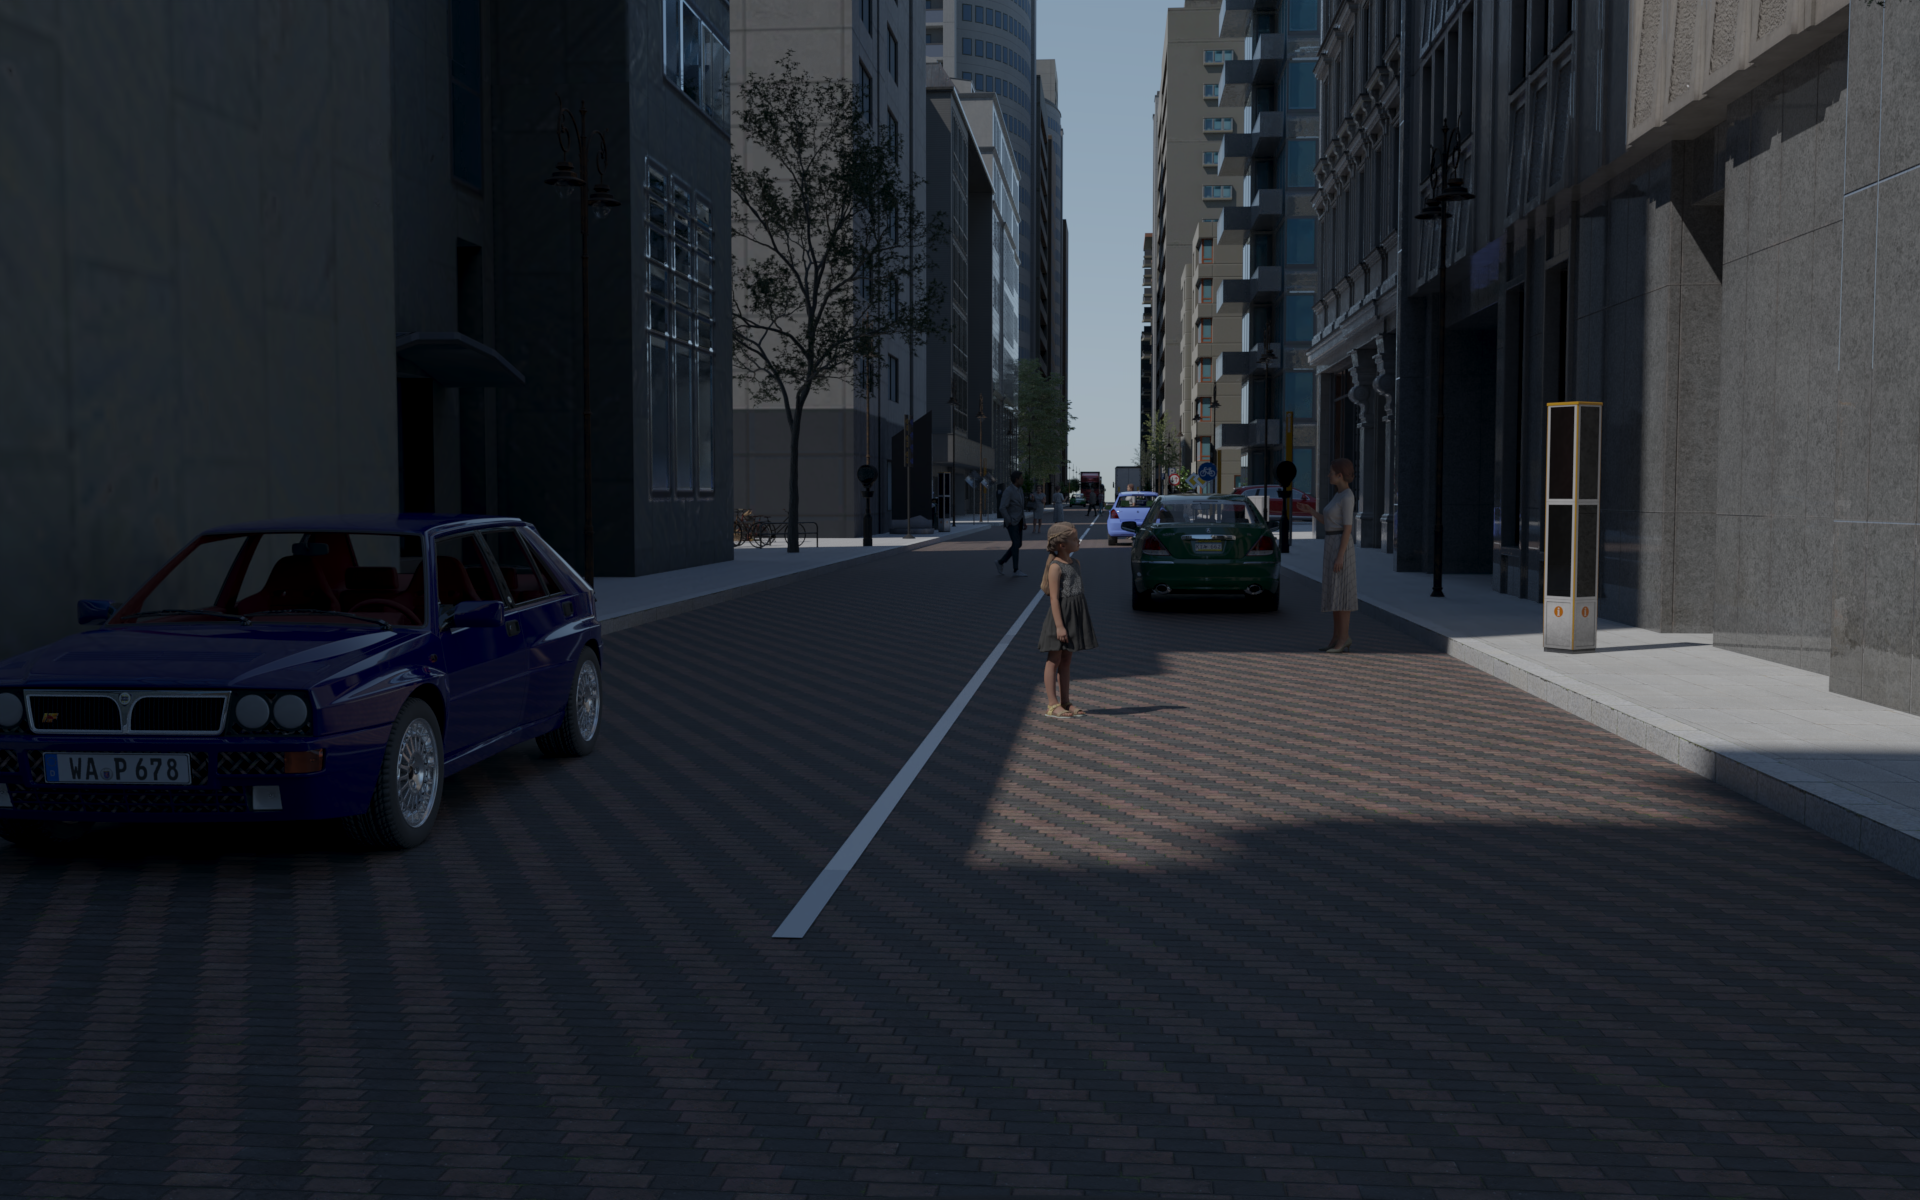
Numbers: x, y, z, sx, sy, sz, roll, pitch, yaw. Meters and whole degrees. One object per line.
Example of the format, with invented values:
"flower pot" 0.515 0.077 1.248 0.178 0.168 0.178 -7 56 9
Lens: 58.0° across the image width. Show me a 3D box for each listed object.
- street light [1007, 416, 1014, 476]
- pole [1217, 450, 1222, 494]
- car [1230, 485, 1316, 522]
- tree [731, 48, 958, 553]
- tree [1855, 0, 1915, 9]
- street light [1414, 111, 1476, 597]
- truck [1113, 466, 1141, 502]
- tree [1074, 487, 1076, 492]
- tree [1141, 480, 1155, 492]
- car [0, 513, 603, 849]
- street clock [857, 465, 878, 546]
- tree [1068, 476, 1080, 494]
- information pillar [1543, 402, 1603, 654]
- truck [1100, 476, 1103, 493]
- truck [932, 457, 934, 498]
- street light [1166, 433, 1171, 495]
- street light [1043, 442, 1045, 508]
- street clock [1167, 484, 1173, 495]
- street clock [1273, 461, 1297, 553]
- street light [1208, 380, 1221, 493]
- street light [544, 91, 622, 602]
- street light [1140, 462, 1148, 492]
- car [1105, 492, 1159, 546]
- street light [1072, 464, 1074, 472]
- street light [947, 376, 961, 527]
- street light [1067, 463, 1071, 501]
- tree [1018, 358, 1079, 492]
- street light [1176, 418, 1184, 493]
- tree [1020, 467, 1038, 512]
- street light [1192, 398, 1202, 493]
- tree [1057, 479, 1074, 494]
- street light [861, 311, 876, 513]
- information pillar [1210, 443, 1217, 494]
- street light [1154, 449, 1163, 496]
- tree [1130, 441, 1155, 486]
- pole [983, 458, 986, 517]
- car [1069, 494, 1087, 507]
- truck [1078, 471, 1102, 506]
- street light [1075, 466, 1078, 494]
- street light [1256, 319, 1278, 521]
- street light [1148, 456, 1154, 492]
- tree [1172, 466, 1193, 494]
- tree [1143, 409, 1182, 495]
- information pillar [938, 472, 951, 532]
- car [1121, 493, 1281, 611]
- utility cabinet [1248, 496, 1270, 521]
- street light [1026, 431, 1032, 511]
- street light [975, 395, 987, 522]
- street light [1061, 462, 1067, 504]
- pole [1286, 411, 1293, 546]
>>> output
"street light" 2.998 -7.972 103.128 0.468 5.910 1.993 0 4 5
"pole" 11.997 -5.278 80.140 0.158 3.312 0.155 0 3 0
"car" 13.811 -3.981 73.770 5.304 1.827 2.281 0 4 6
"tree" -3.784 -6.295 37.342 8.767 10.594 7.601 1 4 17
"tree" 5.202 -4.292 4.582 8.767 10.594 7.601 0 4 5
"street light" 5.967 -2.977 21.468 0.468 5.910 1.993 0 4 5
"truck" 17.191 -11.575 178.159 2.839 4.237 11.283 0 4 4
"tree" 15.768 -15.603 249.705 1.663 3.219 1.824 0 3 0
"tree" 22.810 -13.251 211.249 1.663 3.219 1.824 0 3 0
"car" -2.965 0.264 8.257 1.945 1.354 3.894 0 4 4
"street clock" -2.271 -2.324 42.567 0.471 2.002 0.358 1 4 21
"tree" 20.201 -19.768 306.915 4.285 4.588 4.351 0 3 0
"information pillar" 4.943 -0.581 13.987 0.304 2.012 0.304 -2 4 -32
"truck" 21.302 -17.536 275.632 2.839 4.237 11.283 0 4 3
"truck" -9.880 -5.240 75.428 18.799 4.110 2.967 0 4 4
"street light" 15.573 -9.563 129.146 0.468 5.910 1.993 0 4 5
"street light" 7.608 -11.199 155.888 0.468 5.910 1.993 0 4 5
"street clock" 15.094 -7.305 124.006 0.471 2.002 0.358 3 4 38
"street clock" 7.041 -2.020 37.597 0.471 2.002 0.358 -1 4 -11
"street light" 10.307 -5.957 70.179 0.468 5.910 1.993 0 4 5
"street light" -4.416 -2.916 20.463 0.468 5.910 1.993 0 4 5
"street light" 24.450 -15.662 228.861 0.468 5.910 1.993 0 4 5
"car" 5.078 -2.425 49.245 1.945 1.707 3.694 0 4 6
"street light" 15.117 -16.288 239.100 0.468 5.910 1.993 0 4 5
"street light" -0.239 -5.822 67.982 0.468 5.910 1.993 0 4 5
"street light" 13.996 -15.571 227.369 0.468 5.910 1.993 0 4 5
"tree" 5.982 -13.854 144.639 7.486 12.596 7.792 0 3 0
"street light" 13.422 -8.126 105.647 0.468 5.910 1.993 0 4 5
"tree" 4.741 -7.899 123.745 1.663 3.219 1.824 0 3 0
"street light" 11.219 -6.689 82.152 0.468 5.910 1.993 0 4 5
"tree" 13.214 -14.049 224.293 1.663 3.219 1.824 0 3 0
"street light" -2.333 -4.354 43.969 0.468 5.910 1.993 0 4 5
"information pillar" 11.494 -5.340 78.667 0.183 3.616 0.504 -2 4 -24
"street light" 18.089 -11.288 157.353 0.468 5.910 1.993 0 4 5
"tree" 25.482 -17.585 237.883 4.360 8.622 3.978 0 3 0
"pole" 1.421 -6.419 98.792 0.158 3.312 0.155 0 3 0
"car" 12.893 -11.065 189.709 1.959 1.807 4.718 0 4 5
"truck" 16.242 -13.898 216.150 2.839 4.237 11.283 0 4 5
"street light" 17.177 -17.734 262.733 0.468 5.910 1.993 0 4 5
"street light" 8.112 -4.470 45.875 0.468 5.910 1.993 0 4 5
"street light" 20.215 -12.733 180.976 0.468 5.910 1.993 0 4 5
"tree" 13.959 -7.013 109.257 1.663 3.219 1.824 0 3 0
"tree" 17.492 -12.061 147.554 4.737 8.622 4.395 0 3 0
"information pillar" -0.530 -3.290 58.284 0.304 2.012 0.304 -3 5 -43
"car" 3.176 -0.673 22.799 2.131 1.459 4.920 0 4 6
"utility cabinet" 9.394 -2.669 54.804 0.306 1.237 1.020 -1 4 -21
"street light" 5.105 -9.448 127.260 0.468 5.910 1.993 0 4 5
"street light" 0.967 -6.534 79.619 0.468 5.910 1.993 0 4 5
"street light" 11.998 -14.123 203.691 0.468 5.910 1.993 0 4 5
"pole" 8.133 -2.995 42.806 0.158 3.312 0.155 0 3 0
